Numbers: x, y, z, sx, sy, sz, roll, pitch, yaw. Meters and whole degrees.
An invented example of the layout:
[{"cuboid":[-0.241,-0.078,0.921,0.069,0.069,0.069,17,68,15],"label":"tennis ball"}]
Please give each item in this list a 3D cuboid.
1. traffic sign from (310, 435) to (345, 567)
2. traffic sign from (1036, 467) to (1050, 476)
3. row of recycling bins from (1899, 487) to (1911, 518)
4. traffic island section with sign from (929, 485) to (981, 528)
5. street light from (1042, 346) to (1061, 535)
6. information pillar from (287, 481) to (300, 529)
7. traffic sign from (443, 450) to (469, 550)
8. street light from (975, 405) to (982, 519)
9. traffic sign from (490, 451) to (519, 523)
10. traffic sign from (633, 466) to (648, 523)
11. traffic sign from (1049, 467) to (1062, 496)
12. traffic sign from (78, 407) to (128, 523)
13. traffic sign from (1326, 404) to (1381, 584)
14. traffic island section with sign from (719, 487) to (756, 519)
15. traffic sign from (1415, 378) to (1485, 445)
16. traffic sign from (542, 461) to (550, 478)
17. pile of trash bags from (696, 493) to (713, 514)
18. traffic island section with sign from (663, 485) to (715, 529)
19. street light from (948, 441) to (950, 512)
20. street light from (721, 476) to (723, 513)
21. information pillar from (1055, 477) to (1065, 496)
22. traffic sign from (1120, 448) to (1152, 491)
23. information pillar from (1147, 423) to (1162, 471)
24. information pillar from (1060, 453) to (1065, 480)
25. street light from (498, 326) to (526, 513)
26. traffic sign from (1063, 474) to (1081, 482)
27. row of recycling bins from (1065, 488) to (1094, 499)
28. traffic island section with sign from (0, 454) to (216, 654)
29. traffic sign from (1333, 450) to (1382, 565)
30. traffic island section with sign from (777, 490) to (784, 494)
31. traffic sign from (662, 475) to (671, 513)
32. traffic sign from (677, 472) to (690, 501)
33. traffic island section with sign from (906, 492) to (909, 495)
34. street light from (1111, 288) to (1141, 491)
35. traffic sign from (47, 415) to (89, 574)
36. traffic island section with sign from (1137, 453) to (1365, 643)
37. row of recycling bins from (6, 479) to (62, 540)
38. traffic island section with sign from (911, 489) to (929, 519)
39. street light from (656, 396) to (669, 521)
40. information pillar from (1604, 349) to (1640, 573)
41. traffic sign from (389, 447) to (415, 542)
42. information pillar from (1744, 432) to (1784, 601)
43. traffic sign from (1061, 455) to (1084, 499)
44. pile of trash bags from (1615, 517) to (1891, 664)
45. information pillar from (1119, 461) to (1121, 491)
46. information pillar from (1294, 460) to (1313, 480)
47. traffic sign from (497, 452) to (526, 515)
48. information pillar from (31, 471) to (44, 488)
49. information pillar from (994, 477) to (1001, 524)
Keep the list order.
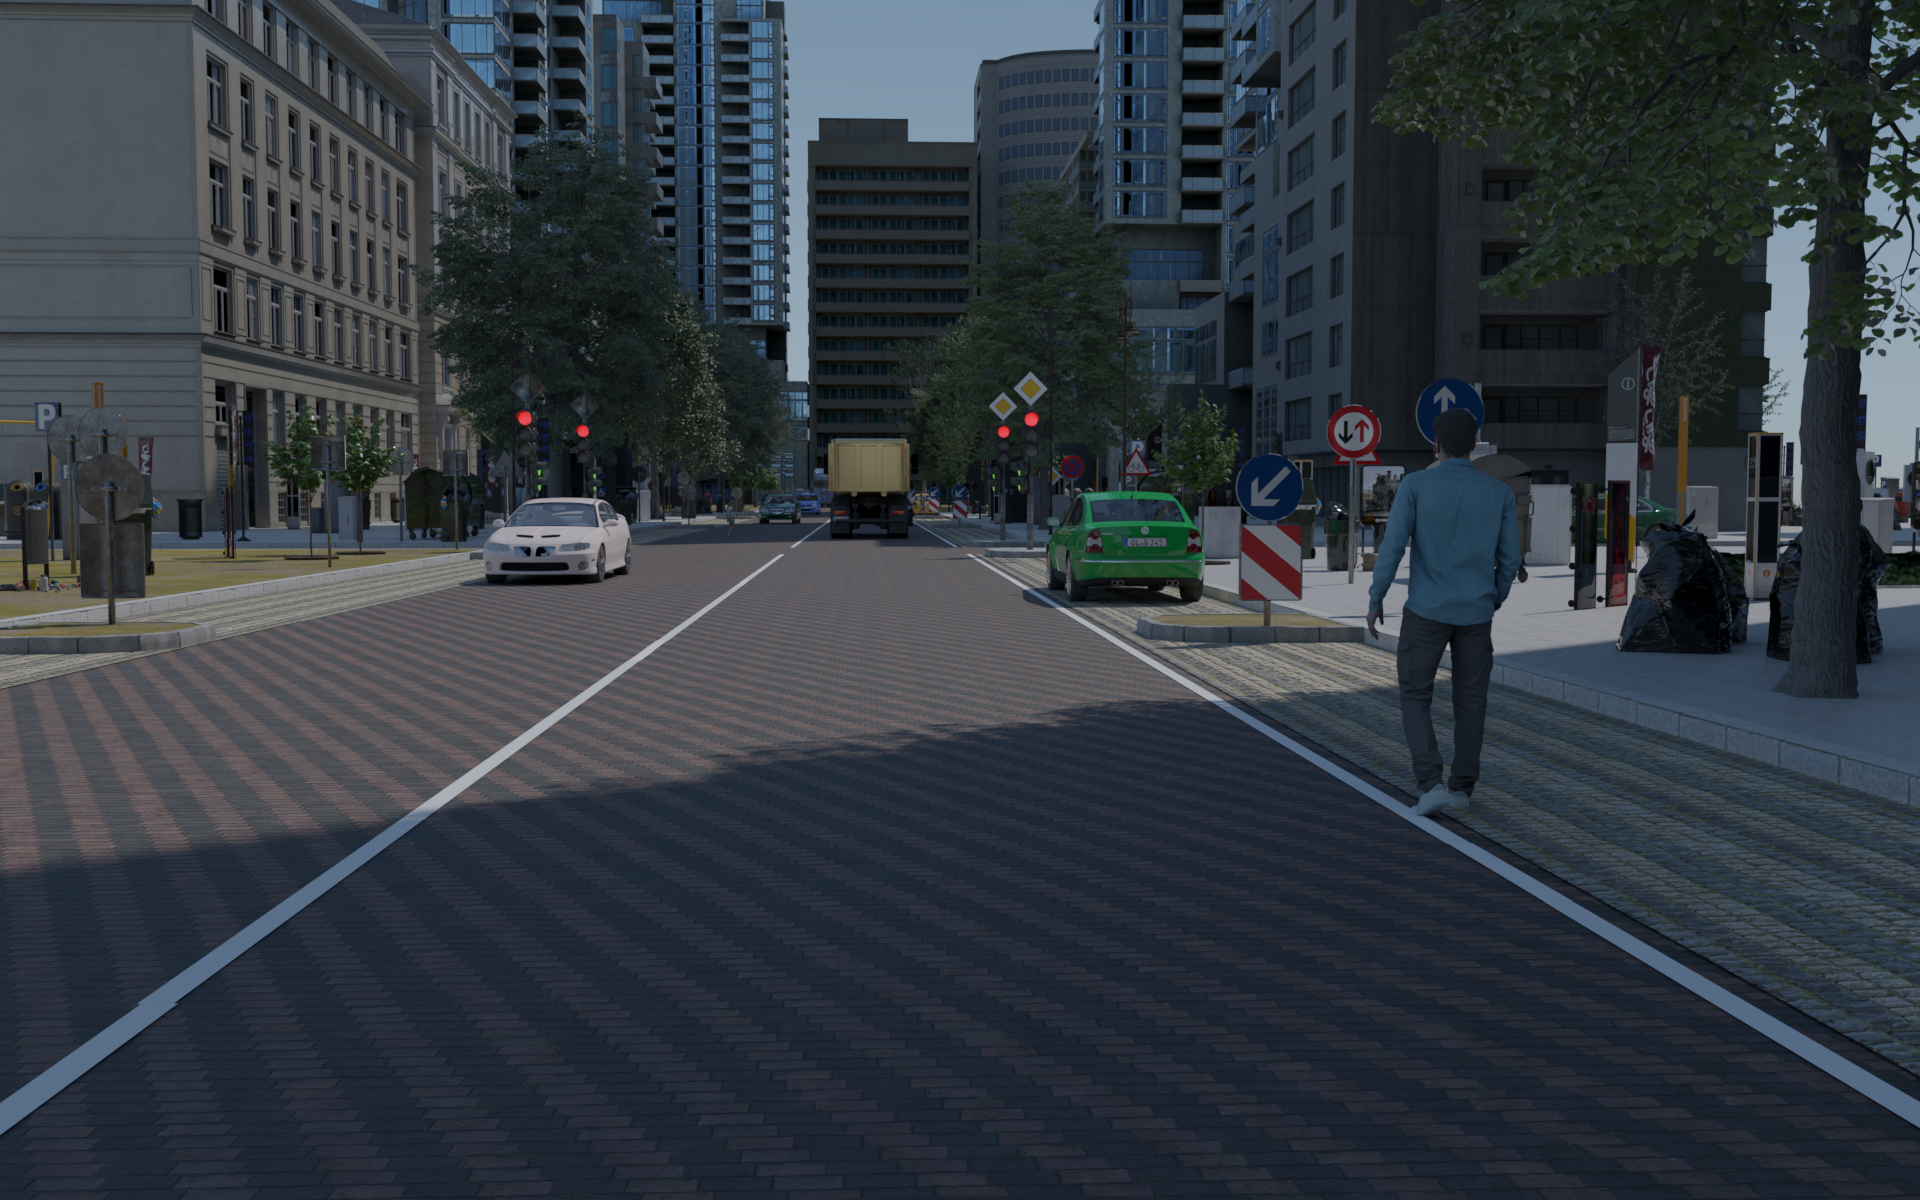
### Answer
[{"cuboid":[-11.025,-1.719,30.240,0.606,2.300,0.079,0,4,1],"label":"traffic sign"},{"cuboid":[3.810,-4.760,77.939,0.768,2.556,0.104,0,4,5],"label":"traffic sign"},{"cuboid":[50.201,-5.215,92.374,3.534,1.692,1.069,-2,4,-29],"label":"row of recycling bins"},{"cuboid":[-0.153,-3.939,73.032,1.989,1.847,2.006,0,4,-3],"label":"traffic island section with sign"},{"cuboid":[2.852,-4.986,54.313,0.468,5.910,1.993,0,4,-3],"label":"street light"},{"cuboid":[-24.214,-3.571,62.877,0.304,2.012,0.304,2,4,34],"label":"information pillar"},{"cuboid":[-11.637,-2.315,39.987,0.606,2.300,0.079,0,4,6],"label":"traffic sign"},{"cuboid":[1.022,-7.077,88.503,0.468,5.910,1.993,0,4,-3],"label":"street light"},{"cuboid":[-13.596,-3.163,51.721,0.884,2.594,0.081,0,4,0],"label":"traffic sign"},{"cuboid":[-14.343,-4.730,77.439,0.768,2.556,0.104,0,4,1],"label":"traffic sign"},{"cuboid":[3.923,-4.416,73.389,0.795,2.450,0.064,0,4,2],"label":"traffic sign"},{"cuboid":[-12.562,-1.546,25.391,0.768,2.556,0.104,0,4,5],"label":"traffic sign"},{"cuboid":[5.602,-1.506,24.726,0.768,2.556,0.104,0,4,4],"label":"traffic sign"},{"cuboid":[-12.695,-5.521,98.902,1.989,1.847,2.006,0,4,-3],"label":"traffic island section with sign"},{"cuboid":[5.385,-1.164,19.135,0.768,2.556,0.104,0,4,-3],"label":"traffic sign"},{"cuboid":[-15.777,-4.088,66.950,0.768,2.556,0.104,0,4,6],"label":"traffic sign"},{"cuboid":[-16.880,-6.277,112.379,1.912,1.369,3.447,1,4,15],"label":"pile of trash bags"},{"cuboid":[-11.222,-3.867,71.846,1.989,1.847,2.006,0,4,-3],"label":"traffic island section with sign"},{"cuboid":[-0.768,-9.158,122.516,0.468,5.910,1.993,0,4,-3],"label":"street light"},{"cuboid":[-15.920,-8.730,115.522,0.468,5.910,1.993,0,4,-3],"label":"street light"},{"cuboid":[5.197,-5.165,88.940,0.304,2.012,0.304,1,4,22],"label":"information pillar"},{"cuboid":[4.961,-2.986,48.830,0.884,2.594,0.081,0,4,6],"label":"traffic sign"},{"cuboid":[6.422,-4.021,57.098,0.504,3.616,0.183,0,4,-5],"label":"information pillar"},{"cuboid":[5.897,-6.626,99.685,0.183,3.616,0.504,2,4,34],"label":"information pillar"},{"cuboid":[-12.320,-4.586,47.761,0.468,5.910,1.993,0,4,-3],"label":"street light"},{"cuboid":[4.611,-4.344,71.131,0.768,2.556,0.104,0,4,3],"label":"traffic sign"},{"cuboid":[7.337,-6.681,116.350,3.534,1.692,1.069,1,4,21],"label":"row of recycling bins"},{"cuboid":[-8.225,-0.471,16.336,1.989,1.847,2.006,0,4,-3],"label":"traffic island section with sign"},{"cuboid":[7.164,-1.913,31.285,0.884,2.594,0.081,0,4,1],"label":"traffic sign"},{"cuboid":[-15.434,-8.619,149.546,1.989,1.847,2.006,0,4,-3],"label":"traffic island section with sign"},{"cuboid":[-19.225,-7.001,114.465,0.884,2.594,0.081,0,4,-2],"label":"traffic sign"},{"cuboid":[-15.534,-5.946,97.327,0.768,2.556,0.104,0,4,6],"label":"traffic sign"},{"cuboid":[-5.764,-10.274,176.607,1.989,1.847,2.006,0,4,-3],"label":"traffic island section with sign"},{"cuboid":[3.721,-4.054,39.074,0.468,5.910,1.993,0,4,-3],"label":"street light"},{"cuboid":[-14.271,-1.694,27.810,0.768,2.556,0.104,0,4,1],"label":"traffic sign"},{"cuboid":[2.846,-0.543,17.503,1.989,1.847,2.006,0,4,-3],"label":"traffic island section with sign"},{"cuboid":[-25.239,-2.542,48.668,3.534,1.692,1.069,1,4,15],"label":"row of recycling bins"},{"cuboid":[-1.647,-5.612,100.380,1.989,1.847,2.006,0,4,-3],"label":"traffic island section with sign"},{"cuboid":[-13.995,-6.658,81.648,0.468,5.910,1.993,0,4,-3],"label":"street light"},{"cuboid":[10.795,-2.255,28.217,0.504,3.616,0.183,3,4,38],"label":"information pillar"},{"cuboid":[-15.094,-2.852,46.736,0.768,2.556,0.104,0,4,3],"label":"traffic sign"},{"cuboid":[9.661,-0.999,20.823,0.304,2.012,0.304,0,4,4],"label":"information pillar"},{"cuboid":[3.675,-3.455,56.592,0.768,2.556,0.104,0,4,5],"label":"traffic sign"},{"cuboid":[6.961,-0.242,13.705,1.912,1.369,3.447,-3,5,-42],"label":"pile of trash bags"},{"cuboid":[11.331,-8.049,122.961,0.183,3.616,0.504,0,4,-2],"label":"information pillar"},{"cuboid":[7.409,-2.015,37.430,0.304,2.012,0.304,-1,4,-19],"label":"information pillar"},{"cuboid":[-13.813,-3.261,53.316,0.884,2.594,0.081,0,4,-2],"label":"traffic sign"},{"cuboid":[-28.989,-3.057,54.474,0.304,2.012,0.304,-3,4,-37],"label":"information pillar"},{"cuboid":[1.643,-4.217,73.437,0.304,2.012,0.304,-3,5,-44],"label":"information pillar"}]
